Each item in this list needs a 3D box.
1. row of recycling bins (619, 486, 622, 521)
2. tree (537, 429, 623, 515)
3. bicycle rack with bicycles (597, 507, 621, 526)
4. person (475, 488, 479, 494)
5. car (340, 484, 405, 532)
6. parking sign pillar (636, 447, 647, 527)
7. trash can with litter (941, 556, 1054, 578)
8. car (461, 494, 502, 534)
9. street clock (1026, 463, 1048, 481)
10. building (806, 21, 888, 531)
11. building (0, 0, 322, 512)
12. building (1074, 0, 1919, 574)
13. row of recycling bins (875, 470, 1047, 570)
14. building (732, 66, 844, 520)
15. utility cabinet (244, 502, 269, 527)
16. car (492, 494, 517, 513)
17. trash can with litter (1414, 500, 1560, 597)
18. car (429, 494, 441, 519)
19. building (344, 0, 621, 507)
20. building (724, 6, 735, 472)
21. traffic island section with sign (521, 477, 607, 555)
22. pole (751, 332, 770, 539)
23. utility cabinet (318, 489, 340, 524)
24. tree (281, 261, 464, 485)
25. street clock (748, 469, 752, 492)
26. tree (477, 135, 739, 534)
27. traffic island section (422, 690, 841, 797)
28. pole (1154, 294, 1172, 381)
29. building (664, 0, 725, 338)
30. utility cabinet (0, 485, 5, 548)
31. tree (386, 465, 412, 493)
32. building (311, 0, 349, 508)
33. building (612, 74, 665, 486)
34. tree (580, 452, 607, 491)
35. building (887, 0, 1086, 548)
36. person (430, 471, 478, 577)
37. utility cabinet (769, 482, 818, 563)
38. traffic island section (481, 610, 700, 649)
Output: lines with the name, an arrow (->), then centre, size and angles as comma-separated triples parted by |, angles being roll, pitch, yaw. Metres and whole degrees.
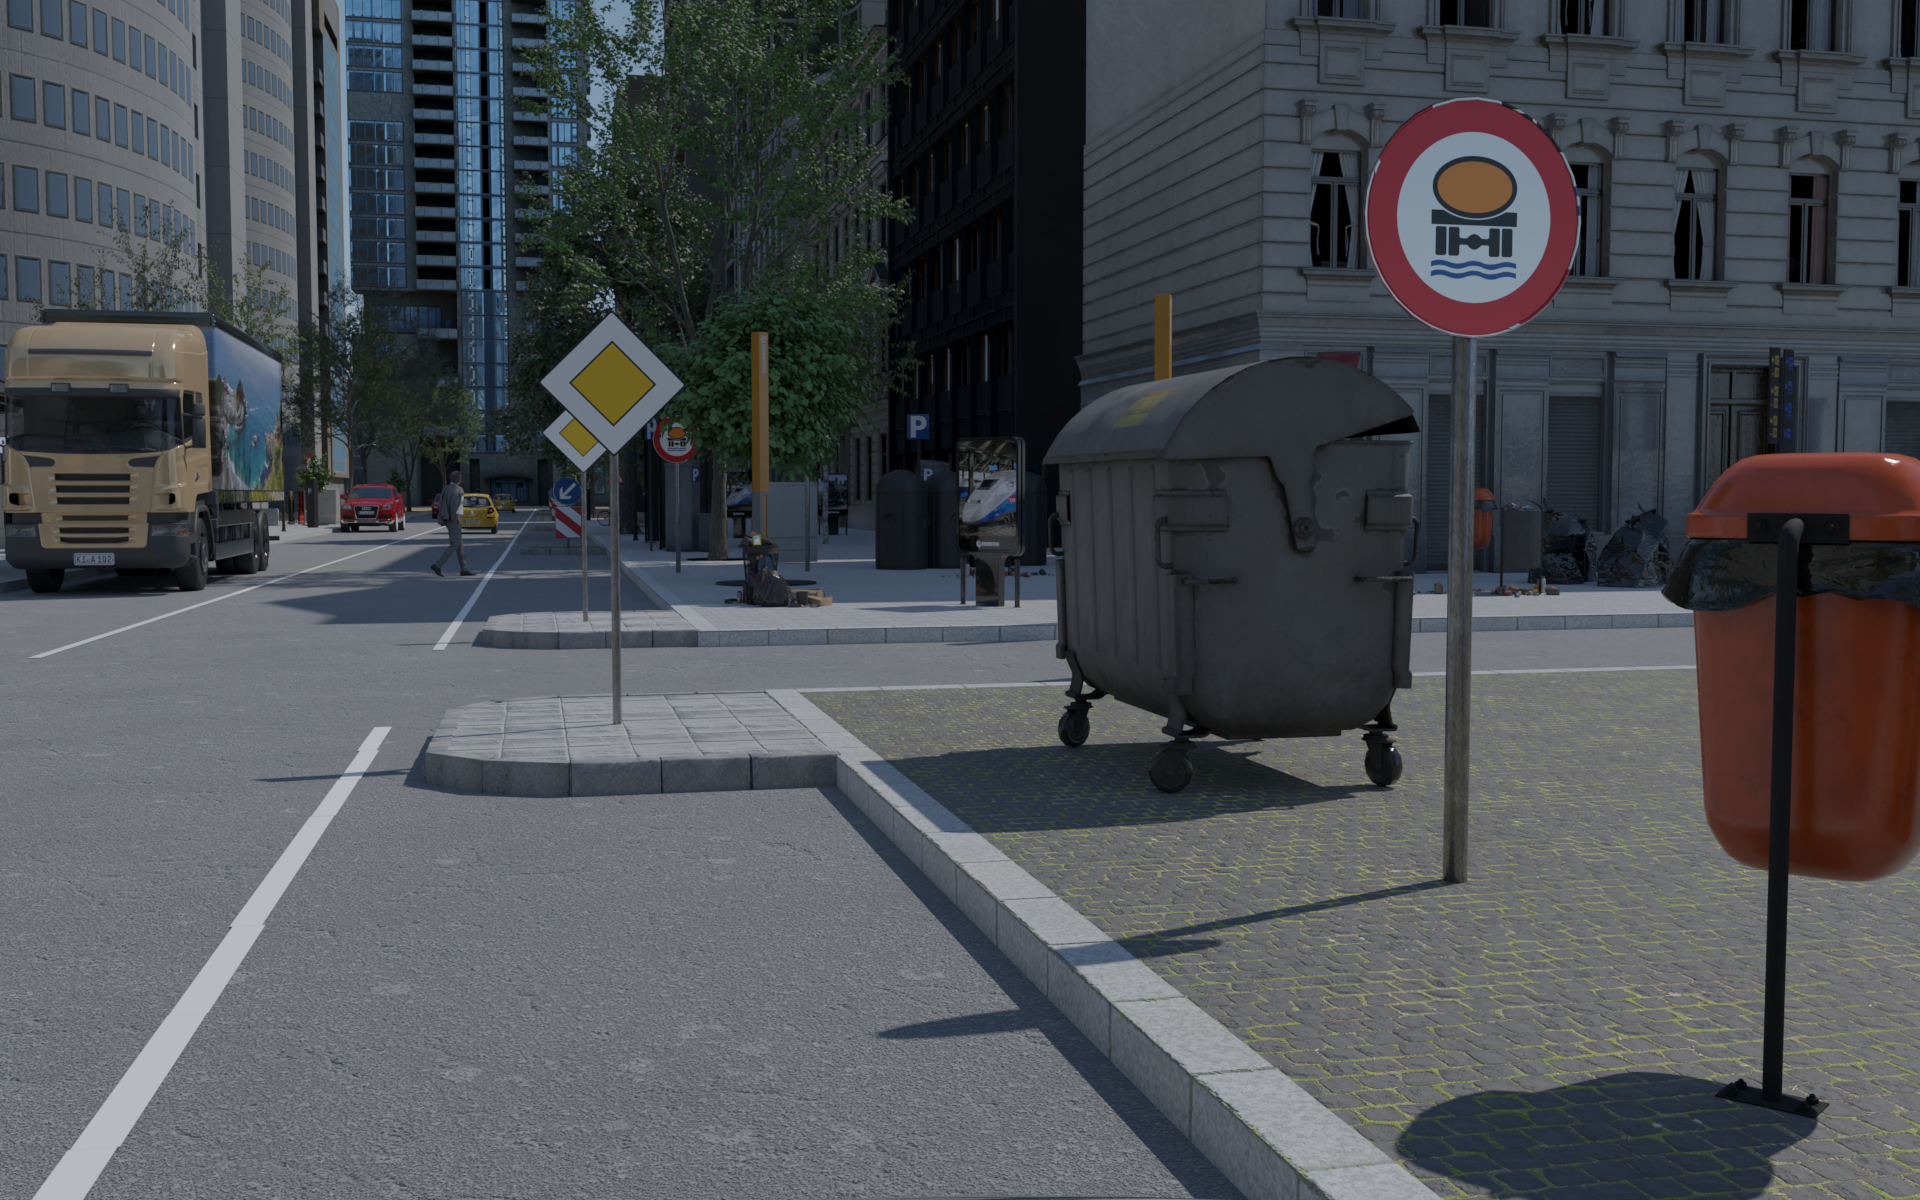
row of recycling bins -> -14.925, -4.452, 79.899 | 1.069, 1.692, 3.534 | 1, 4, 13
tree -> -22.938, -11.623, 108.169 | 7.486, 12.596, 7.792 | 0, 3, 0
bicycle rack with bicycles -> -13.176, -3.502, 70.640 | 2.925, 0.926, 2.852 | 0, 4, -4
person -> -32.519, -6.618, 116.788 | 0.705, 1.814, 1.350 | 1, 4, 9
car -> -22.529, -3.539, 66.538 | 2.281, 1.827, 5.304 | -1, 4, -13
parking sign pillar -> -12.174, -4.825, 67.358 | 1.447, 3.967, 1.447 | 0, 4, -4
trash can with litter -> 0.896, -0.979, 27.072 | 2.233, 1.210, 1.678 | 0, 4, 8
car -> -17.832, -3.259, 63.501 | 2.015, 1.641, 3.980 | -1, 4, -14
street clock -> 1.800, -2.203, 40.584 | 0.471, 2.002, 0.358 | 1, 4, 19
building -> 0.150, -12.337, 66.342 | 10.561, 19.102, 19.286 | -1, 4, -13
building -> -58.058, -35.420, 121.113 | 21.231, 58.520, 28.212 | -1, 4, -13
building -> 12.218, -11.249, 33.067 | 18.267, 20.994, 9.793 | -1, 4, -13
row of recycling bins -> 0.103, -1.421, 30.345 | 3.534, 1.692, 1.069 | -3, 4, -38
building -> -5.275, -14.419, 84.897 | 9.793, 20.994, 18.267 | -1, 4, -13
utility cabinet -> -23.868, -2.911, 58.749 | 0.306, 1.237, 1.020 | 1, 4, 9
car -> -34.716, -7.431, 131.728 | 2.015, 1.641, 3.980 | -1, 4, -13
trash can with litter -> 6.788, -0.685, 22.250 | 2.233, 1.210, 1.678 | 0, 4, -1
car -> -30.166, -5.690, 102.077 | 2.155, 1.783, 4.494 | -1, 4, -15
building -> -53.319, -53.480, 187.064 | 31.000, 86.520, 22.319 | -1, 4, -13
building -> -6.515, -41.314, 113.729 | 20.563, 71.187, 20.611 | -1, 4, -13
traffic island section with sign -> -9.518, -2.012, 41.523 | 1.989, 1.847, 2.006 | -1, 4, -13
pole -> -2.524, -1.717, 21.922 | 0.158, 3.312, 0.155 | 0, 3, 0
utility cabinet -> -26.458, -3.888, 72.247 | 1.173, 1.500, 0.318 | 1, 4, 16
tree -> -31.635, -11.099, 91.841 | 12.009, 13.543, 11.850 | 0, 3, 0
street clock -> -4.802, -2.247, 41.312 | 0.471, 2.002, 0.358 | -2, 4, -35
tree -> -10.535, -8.456, 55.266 | 9.611, 12.733, 9.660 | 0, 3, 0
traffic island section -> -1.893, 0.771, 9.673 | 2.009, 0.180, 2.903 | -1, 4, -13
pole -> 2.083, -1.466, 17.814 | 0.158, 3.312, 0.155 | 0, 3, 0
building -> -11.511, -31.299, 135.440 | 21.300, 48.544, 21.600 | -1, 4, -13
utility cabinet -> -22.331, -1.959, 40.701 | 1.173, 1.500, 0.318 | 2, 4, 27
tree -> -36.539, -7.187, 112.112 | 1.663, 3.219, 1.824 | 0, 3, 0
building -> -59.161, -30.153, 143.106 | 14.200, 45.320, 14.600 | -1, 4, -13
building -> -30.401, -32.999, 189.647 | 14.200, 45.320, 14.600 | -1, 4, -13
tree -> -34.425, -12.746, 158.764 | 4.360, 8.622, 3.978 | 0, 3, 0
building -> 5.486, -13.443, 49.463 | 12.332, 23.373, 15.834 | -1, 4, -13
person -> -8.778, -1.312, 30.045 | 0.850, 1.850, 0.679 | -2, 4, -33
utility cabinet -> -3.202, -1.427, 32.018 | 1.173, 1.500, 0.318 | -3, 5, -41
traffic island section -> -3.749, 0.296, 17.441 | 2.009, 0.180, 2.903 | -1, 4, -13
